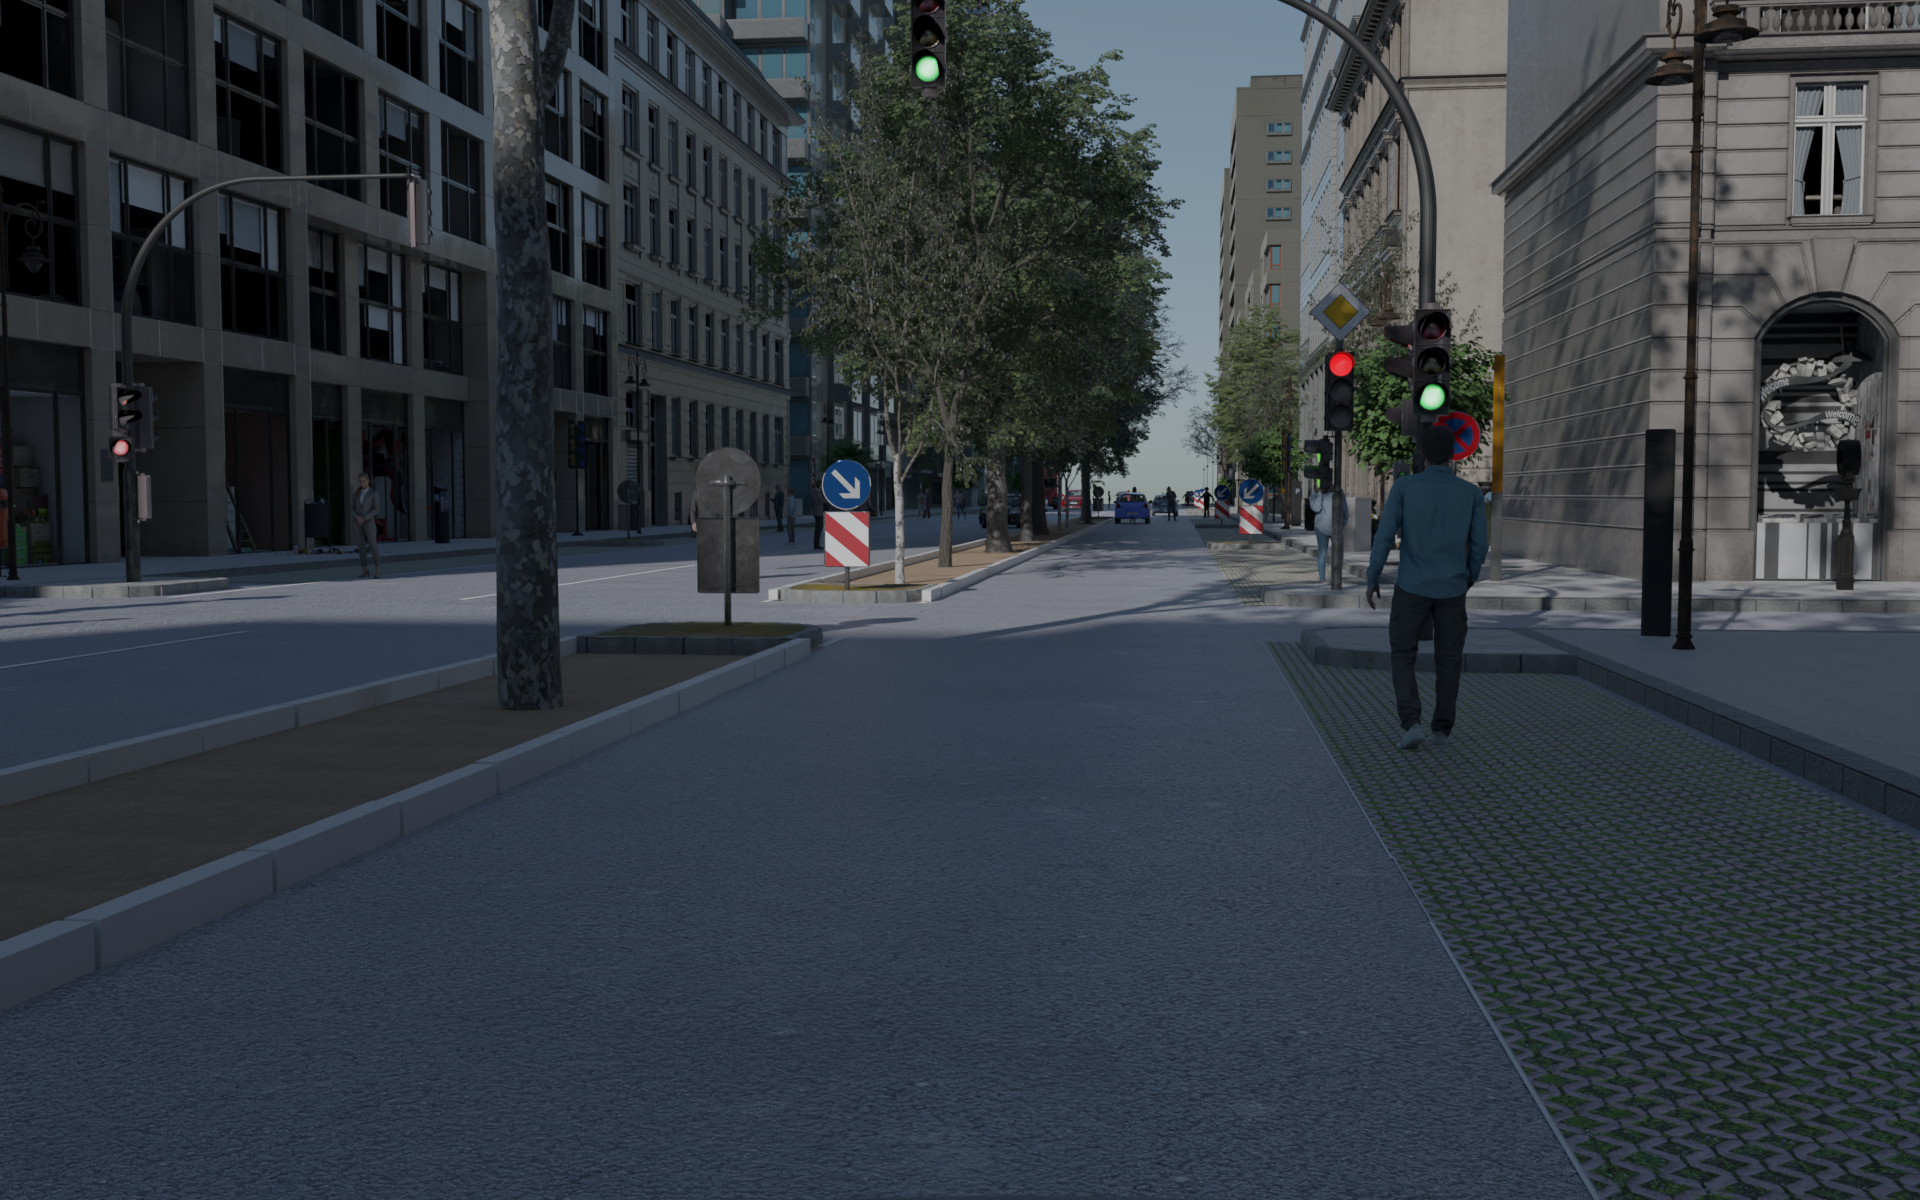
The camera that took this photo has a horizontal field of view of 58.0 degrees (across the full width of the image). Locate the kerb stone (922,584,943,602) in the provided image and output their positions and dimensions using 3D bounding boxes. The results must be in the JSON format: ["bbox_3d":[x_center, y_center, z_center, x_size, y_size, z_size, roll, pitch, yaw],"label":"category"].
[{"bbox_3d":[-0.385,-0.082,23.540,0.120,0.150,1.000,0,4,7],"label":"kerb stone"}]

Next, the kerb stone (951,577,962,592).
[{"bbox_3d":[-0.122,-0.206,25.568,0.120,0.150,1.000,0,4,7],"label":"kerb stone"}]

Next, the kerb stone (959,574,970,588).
[{"bbox_3d":[-0.003,-0.265,26.583,0.120,0.150,1.000,0,4,7],"label":"kerb stone"}]

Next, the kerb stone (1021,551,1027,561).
[{"bbox_3d":[1.260,-0.892,36.775,0.120,0.150,1.000,0,4,7],"label":"kerb stone"}]

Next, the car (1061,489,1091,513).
[{"bbox_3d":[9.110,-7.746,135.318,2.281,1.827,5.304,1,4,9],"label":"car"}]

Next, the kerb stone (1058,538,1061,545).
[{"bbox_3d":[2.648,-1.577,47.973,0.120,0.150,1.000,0,4,7],"label":"kerb stone"}]

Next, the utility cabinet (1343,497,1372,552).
[{"bbox_3d":[8.847,-1.678,38.591,0.306,1.237,1.020,2,4,33],"label":"utility cabinet"}]

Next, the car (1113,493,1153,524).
[{"bbox_3d":[8.462,-4.599,84.785,1.945,1.707,3.694,0,4,7],"label":"car"}]

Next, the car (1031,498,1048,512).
[{"bbox_3d":[6.045,-7.882,138.464,1.945,1.707,3.694,1,4,9],"label":"car"}]

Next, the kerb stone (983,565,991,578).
[{"bbox_3d":[0.369,-0.455,29.636,0.120,0.150,1.000,0,4,7],"label":"kerb stone"}]

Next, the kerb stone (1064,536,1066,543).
[{"bbox_3d":[2.904,-1.701,50.003,0.120,0.150,1.000,0,4,7],"label":"kerb stone"}]

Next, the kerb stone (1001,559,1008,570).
[{"bbox_3d":[0.748,-0.642,32.685,0.120,0.150,1.000,0,4,7],"label":"kerb stone"}]

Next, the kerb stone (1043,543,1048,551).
[{"bbox_3d":[2.015,-1.266,42.889,0.120,0.150,1.000,0,4,7],"label":"kerb stone"}]

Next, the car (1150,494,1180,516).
[{"bbox_3d":[13.456,-6.227,113.822,2.014,1.417,4.499,0,4,6],"label":"car"}]

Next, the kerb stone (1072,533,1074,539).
[{"bbox_3d":[3.407,-1.950,54.077,0.120,0.150,1.000,0,4,7],"label":"kerb stone"}]

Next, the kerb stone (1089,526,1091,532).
[{"bbox_3d":[4.675,-2.571,64.239,0.120,0.150,1.000,0,4,7],"label":"kerb stone"}]

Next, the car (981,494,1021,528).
[{"bbox_3d":[1.963,-3.920,73.876,2.009,1.686,4.222,1,4,9],"label":"car"}]

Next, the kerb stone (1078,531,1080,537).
[{"bbox_3d":[3.781,-2.134,57.132,0.120,0.150,1.000,0,4,7],"label":"kerb stone"}]

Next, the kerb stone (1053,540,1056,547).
[{"bbox_3d":[2.389,-1.452,45.938,0.120,0.150,1.000,0,4,7],"label":"kerb stone"}]

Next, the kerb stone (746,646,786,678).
[{"bbox_3d":[-1.583,0.508,13.885,0.120,0.150,1.000,0,4,7],"label":"kerb stone"}]

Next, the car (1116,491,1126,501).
[{"bbox_3d":[22.212,-13.808,234.439,2.281,1.827,5.304,0,4,6],"label":"car"}]

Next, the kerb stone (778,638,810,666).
[{"bbox_3d":[-1.451,0.446,14.902,0.120,0.150,1.000,0,4,7],"label":"kerb stone"}]

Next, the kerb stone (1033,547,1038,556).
[{"bbox_3d":[1.635,-1.079,39.839,0.120,0.150,1.000,0,4,7],"label":"kerb stone"}]

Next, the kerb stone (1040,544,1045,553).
[{"bbox_3d":[1.885,-1.195,41.870,0.120,0.150,1.000,0,4,7],"label":"kerb stone"}]

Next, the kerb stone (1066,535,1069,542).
[{"bbox_3d":[3.037,-1.763,51.019,0.120,0.150,1.000,0,4,7],"label":"kerb stone"}]

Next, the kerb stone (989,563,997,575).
[{"bbox_3d":[0.507,-0.517,30.648,0.120,0.150,1.000,0,4,7],"label":"kerb stone"}]

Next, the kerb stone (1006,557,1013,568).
[{"bbox_3d":[0.876,-0.704,33.707,0.120,0.150,1.000,0,4,7],"label":"kerb stone"}]

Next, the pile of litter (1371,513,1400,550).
[{"bbox_3d":[9.725,-1.603,40.170,1.176,0.858,1.719,-2,4,-24],"label":"pile of litter"}]

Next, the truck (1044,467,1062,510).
[{"bbox_3d":[8.044,-10.505,160.663,2.839,4.237,11.283,0,4,5],"label":"truck"}]

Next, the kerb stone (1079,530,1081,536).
[{"bbox_3d":[3.903,-2.199,58.147,0.120,0.150,1.000,0,4,7],"label":"kerb stone"}]

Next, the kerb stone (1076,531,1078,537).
[{"bbox_3d":[3.659,-2.070,56.111,0.120,0.150,1.000,0,4,7],"label":"kerb stone"}]

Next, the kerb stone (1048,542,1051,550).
[{"bbox_3d":[2.136,-1.328,43.906,0.120,0.150,1.000,0,4,7],"label":"kerb stone"}]

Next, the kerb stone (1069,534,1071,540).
[{"bbox_3d":[3.157,-1.825,52.034,0.120,0.150,1.000,0,4,7],"label":"kerb stone"}]

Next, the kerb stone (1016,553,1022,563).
[{"bbox_3d":[1.133,-0.824,35.752,0.120,0.150,1.000,0,4,7],"label":"kerb stone"}]

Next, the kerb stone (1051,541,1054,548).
[{"bbox_3d":[2.276,-1.390,44.922,0.120,0.150,1.000,0,4,7],"label":"kerb stone"}]

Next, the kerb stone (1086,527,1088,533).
[{"bbox_3d":[4.414,-2.448,62.212,0.120,0.150,1.000,0,4,7],"label":"kerb stone"}]

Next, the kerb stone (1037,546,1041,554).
[{"bbox_3d":[1.764,-1.139,40.854,0.120,0.150,1.000,0,4,7],"label":"kerb stone"}]

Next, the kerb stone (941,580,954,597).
[{"bbox_3d":[-0.248,-0.144,24.554,0.120,0.150,1.000,0,4,7],"label":"kerb stone"}]

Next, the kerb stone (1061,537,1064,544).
[{"bbox_3d":[2.782,-1.639,48.986,0.120,0.150,1.000,0,4,7],"label":"kerb stone"}]

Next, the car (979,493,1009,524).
[{"bbox_3d":[1.976,-4.590,83.847,1.959,1.807,4.718,0,4,7],"label":"car"}]

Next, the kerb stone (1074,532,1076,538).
[{"bbox_3d":[3.536,-2.012,55.097,0.120,0.150,1.000,0,4,7],"label":"kerb stone"}]

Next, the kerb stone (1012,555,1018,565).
[{"bbox_3d":[1.004,-0.765,34.733,0.120,0.150,1.000,0,4,7],"label":"kerb stone"}]

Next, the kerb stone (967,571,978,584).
[{"bbox_3d":[0.125,-0.330,27.597,0.120,0.150,1.000,0,4,7],"label":"kerb stone"}]

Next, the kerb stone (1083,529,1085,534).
[{"bbox_3d":[4.159,-2.322,60.181,0.120,0.150,1.000,0,4,7],"label":"kerb stone"}]

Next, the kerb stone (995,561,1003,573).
[{"bbox_3d":[0.629,-0.576,31.663,0.120,0.150,1.000,0,4,7],"label":"kerb stone"}]

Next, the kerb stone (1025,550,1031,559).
[{"bbox_3d":[1.384,-0.953,37.792,0.120,0.150,1.000,0,4,7],"label":"kerb stone"}]

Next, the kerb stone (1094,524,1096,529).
[{"bbox_3d":[5.168,-2.817,68.303,0.120,0.150,1.000,0,4,7],"label":"kerb stone"}]

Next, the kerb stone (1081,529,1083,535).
[{"bbox_3d":[4.035,-2.261,59.160,0.120,0.150,1.000,0,4,7],"label":"kerb stone"}]

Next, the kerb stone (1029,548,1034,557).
[{"bbox_3d":[1.509,-1.017,38.816,0.120,0.150,1.000,0,4,7],"label":"kerb stone"}]

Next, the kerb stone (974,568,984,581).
[{"bbox_3d":[0.241,-0.392,28.612,0.120,0.150,1.000,0,4,7],"label":"kerb stone"}]

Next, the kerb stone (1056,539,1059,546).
[{"bbox_3d":[2.523,-1.515,46.959,0.120,0.150,1.000,0,4,7],"label":"kerb stone"}]
